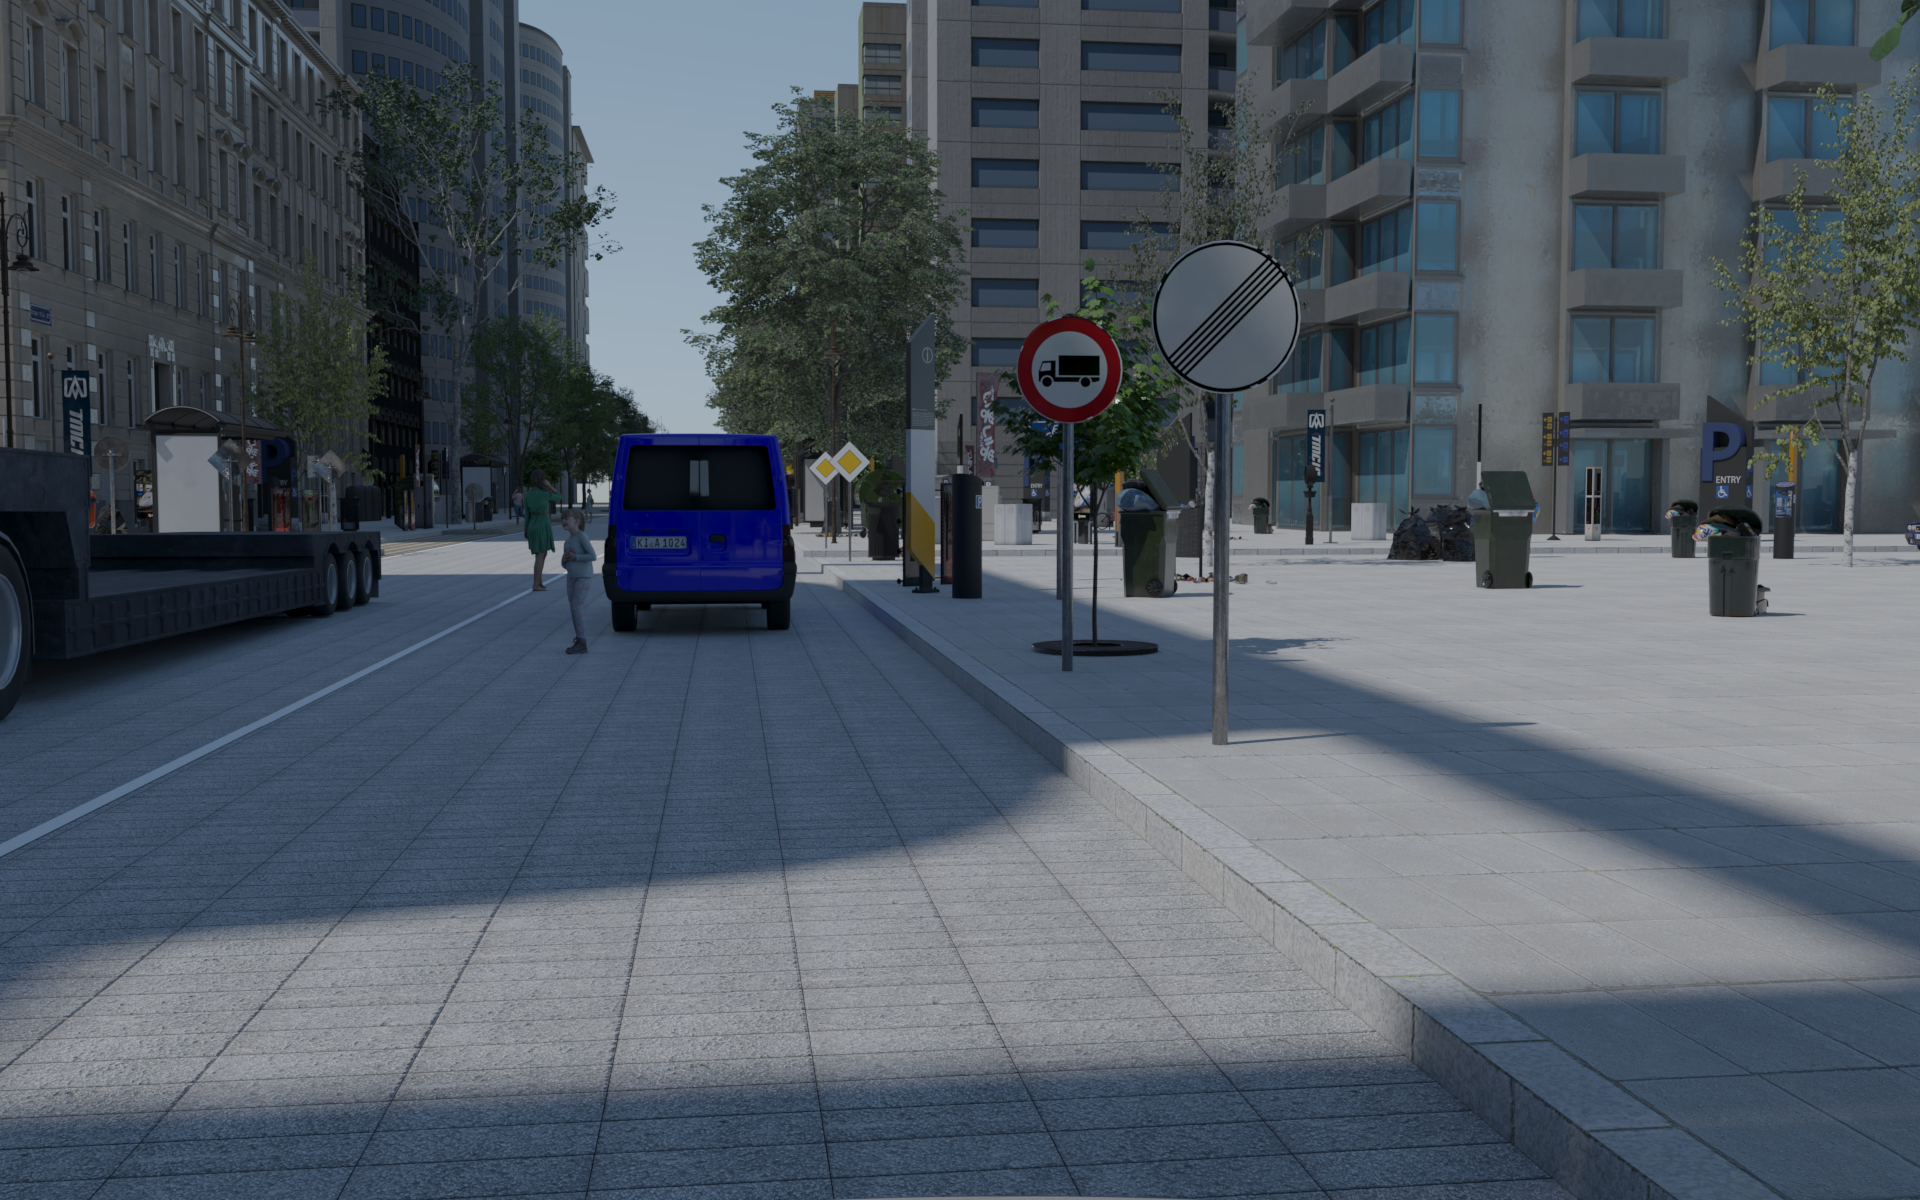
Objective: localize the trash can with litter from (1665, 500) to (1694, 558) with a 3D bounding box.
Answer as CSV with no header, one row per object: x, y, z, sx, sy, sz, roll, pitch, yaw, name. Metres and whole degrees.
14.583,-1.445,35.012,0.624,1.170,1.055,1,4,22,trash can with litter

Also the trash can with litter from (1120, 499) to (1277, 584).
3.562,-0.869,25.270,1.678,1.210,2.233,-3,5,-44,trash can with litter

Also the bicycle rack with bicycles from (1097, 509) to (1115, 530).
6.661,-2.995,62.356,2.925,0.926,2.852,2,4,35,bicycle rack with bicycles

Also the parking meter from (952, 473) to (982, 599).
0.087,-0.790,21.328,0.372,1.533,0.369,0,3,0,parking meter

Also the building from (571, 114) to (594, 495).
-66.263,-39.917,241.873,28.713,52.752,27.495,0,4,-8,building

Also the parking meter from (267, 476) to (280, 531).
-22.853,-3.180,57.701,0.255,1.863,0.399,1,4,11,parking meter

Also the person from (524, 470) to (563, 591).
-6.255,-1.037,25.704,0.600,1.795,0.529,1,4,16,person

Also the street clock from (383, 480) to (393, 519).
-29.916,-5.264,90.631,0.358,2.002,0.471,2,4,26,street clock

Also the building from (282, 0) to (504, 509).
-50.958,-37.333,152.388,21.231,58.520,28.212,0,4,-8,building

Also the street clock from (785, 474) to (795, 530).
-6.156,-3.553,62.662,0.358,2.002,0.471,-2,4,-27,street clock

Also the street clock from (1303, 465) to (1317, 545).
8.833,-2.395,43.736,0.358,2.002,0.471,0,4,2,street clock

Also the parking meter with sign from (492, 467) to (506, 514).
-30.236,-7.075,111.936,1.738,3.016,0.543,0,4,5,parking meter with sign

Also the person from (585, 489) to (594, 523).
-18.299,-4.649,85.508,0.522,1.701,0.512,0,4,3,person

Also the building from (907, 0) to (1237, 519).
7.378,-34.235,101.736,21.231,58.520,28.212,0,4,-8,building

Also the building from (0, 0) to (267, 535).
-32.177,-15.853,56.466,12.463,27.353,25.104,0,4,-8,building

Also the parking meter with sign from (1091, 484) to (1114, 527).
5.594,-4.321,66.906,0.543,3.016,1.738,-3,4,-38,parking meter with sign

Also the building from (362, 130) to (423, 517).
-39.510,-16.658,102.044,12.332,23.373,15.834,0,4,-8,building

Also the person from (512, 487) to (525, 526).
-19.846,-4.226,78.189,0.643,1.750,0.593,2,4,26,person

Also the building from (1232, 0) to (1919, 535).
25.483,-27.178,63.968,30.456,49.044,23.786,0,4,-8,building

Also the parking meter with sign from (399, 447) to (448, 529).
-19.999,-4.179,64.586,1.738,3.016,0.543,-1,4,-9,parking meter with sign

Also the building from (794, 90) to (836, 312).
-14.174,-43.940,260.420,21.231,58.520,28.212,0,4,-8,building

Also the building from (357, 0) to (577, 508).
-59.789,-41.132,214.514,21.231,58.520,28.212,0,4,-8,building

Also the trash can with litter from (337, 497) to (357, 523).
-27.582,-4.069,77.915,1.055,1.170,0.624,-1,4,-22,trash can with litter

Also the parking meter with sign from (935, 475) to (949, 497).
-0.817,-4.483,69.566,1.738,3.016,0.543,3,5,44,parking meter with sign

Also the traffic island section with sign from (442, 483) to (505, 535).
-17.294,-3.245,61.681,1.989,1.847,2.006,0,4,-8,traffic island section with sign

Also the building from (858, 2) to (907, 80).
-1.803,-28.468,149.053,14.154,41.232,14.086,0,4,-8,building

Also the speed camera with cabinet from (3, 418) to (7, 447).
-25.520,-3.093,44.911,2.038,3.252,0.660,0,4,-7,speed camera with cabinet

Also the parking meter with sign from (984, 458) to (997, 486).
1.376,-5.261,82.278,0.543,3.016,1.738,1,4,10,parking meter with sign

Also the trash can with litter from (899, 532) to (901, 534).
-1.820,-2.586,53.674,1.055,1.170,0.624,1,4,11,trash can with litter

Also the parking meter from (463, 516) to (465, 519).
-25.891,-4.984,89.903,0.372,1.533,0.369,0,3,0,parking meter

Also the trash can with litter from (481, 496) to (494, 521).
-22.434,-4.285,81.440,1.055,1.170,0.624,2,4,31,trash can with litter

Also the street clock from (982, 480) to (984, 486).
0.987,-5.035,86.886,0.471,2.002,0.358,0,4,-2,street clock

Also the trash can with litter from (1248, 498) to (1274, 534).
9.737,-2.719,55.851,0.624,1.170,1.055,2,4,27,trash can with litter

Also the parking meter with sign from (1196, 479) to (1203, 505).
12.027,-5.626,88.242,1.738,3.016,0.543,0,4,8,parking meter with sign

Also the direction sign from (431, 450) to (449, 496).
-26.794,-5.954,89.345,0.876,3.537,0.379,-2,4,-26,direction sign

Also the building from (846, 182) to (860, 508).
-3.791,-23.952,163.311,14.160,30.474,14.107,0,4,-8,building

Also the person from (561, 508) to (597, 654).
-3.467,-0.175,15.641,0.425,1.301,0.394,2,4,25,person

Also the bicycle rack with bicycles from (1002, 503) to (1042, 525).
2.312,-3.551,71.439,2.852,0.926,2.925,0,4,6,bicycle rack with bicycles

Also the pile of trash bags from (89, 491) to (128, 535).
-20.953,-1.942,41.509,1.912,1.369,3.447,-2,4,-26,pile of trash bags

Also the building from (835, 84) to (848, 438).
-5.809,-30.178,177.003,14.154,41.232,14.086,0,4,-8,building

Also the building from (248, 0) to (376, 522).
-36.288,-17.386,81.523,12.463,27.353,25.104,0,4,-8,building

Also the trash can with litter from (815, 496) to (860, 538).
-3.577,-2.513,52.140,1.678,1.210,2.233,2,4,26,trash can with litter

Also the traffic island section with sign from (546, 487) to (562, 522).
-20.895,-4.879,88.395,1.989,1.847,2.006,0,4,-8,traffic island section with sign

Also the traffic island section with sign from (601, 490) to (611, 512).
-27.564,-7.913,138.009,1.989,1.847,2.006,0,4,-8,traffic island section with sign

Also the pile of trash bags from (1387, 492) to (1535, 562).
10.166,-1.495,34.192,3.447,1.369,1.912,-2,4,-35,pile of trash bags

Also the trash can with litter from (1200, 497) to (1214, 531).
8.786,-2.971,59.963,0.624,1.170,1.055,-2,4,-34,trash can with litter

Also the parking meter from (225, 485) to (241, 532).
-19.548,-2.336,46.603,0.372,1.533,0.369,0,3,0,parking meter

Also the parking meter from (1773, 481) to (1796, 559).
16.296,-1.579,34.235,0.372,1.533,0.369,0,3,0,parking meter

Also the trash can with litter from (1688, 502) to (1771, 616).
8.220,-0.428,18.383,0.624,1.170,1.055,3,4,37,trash can with litter
